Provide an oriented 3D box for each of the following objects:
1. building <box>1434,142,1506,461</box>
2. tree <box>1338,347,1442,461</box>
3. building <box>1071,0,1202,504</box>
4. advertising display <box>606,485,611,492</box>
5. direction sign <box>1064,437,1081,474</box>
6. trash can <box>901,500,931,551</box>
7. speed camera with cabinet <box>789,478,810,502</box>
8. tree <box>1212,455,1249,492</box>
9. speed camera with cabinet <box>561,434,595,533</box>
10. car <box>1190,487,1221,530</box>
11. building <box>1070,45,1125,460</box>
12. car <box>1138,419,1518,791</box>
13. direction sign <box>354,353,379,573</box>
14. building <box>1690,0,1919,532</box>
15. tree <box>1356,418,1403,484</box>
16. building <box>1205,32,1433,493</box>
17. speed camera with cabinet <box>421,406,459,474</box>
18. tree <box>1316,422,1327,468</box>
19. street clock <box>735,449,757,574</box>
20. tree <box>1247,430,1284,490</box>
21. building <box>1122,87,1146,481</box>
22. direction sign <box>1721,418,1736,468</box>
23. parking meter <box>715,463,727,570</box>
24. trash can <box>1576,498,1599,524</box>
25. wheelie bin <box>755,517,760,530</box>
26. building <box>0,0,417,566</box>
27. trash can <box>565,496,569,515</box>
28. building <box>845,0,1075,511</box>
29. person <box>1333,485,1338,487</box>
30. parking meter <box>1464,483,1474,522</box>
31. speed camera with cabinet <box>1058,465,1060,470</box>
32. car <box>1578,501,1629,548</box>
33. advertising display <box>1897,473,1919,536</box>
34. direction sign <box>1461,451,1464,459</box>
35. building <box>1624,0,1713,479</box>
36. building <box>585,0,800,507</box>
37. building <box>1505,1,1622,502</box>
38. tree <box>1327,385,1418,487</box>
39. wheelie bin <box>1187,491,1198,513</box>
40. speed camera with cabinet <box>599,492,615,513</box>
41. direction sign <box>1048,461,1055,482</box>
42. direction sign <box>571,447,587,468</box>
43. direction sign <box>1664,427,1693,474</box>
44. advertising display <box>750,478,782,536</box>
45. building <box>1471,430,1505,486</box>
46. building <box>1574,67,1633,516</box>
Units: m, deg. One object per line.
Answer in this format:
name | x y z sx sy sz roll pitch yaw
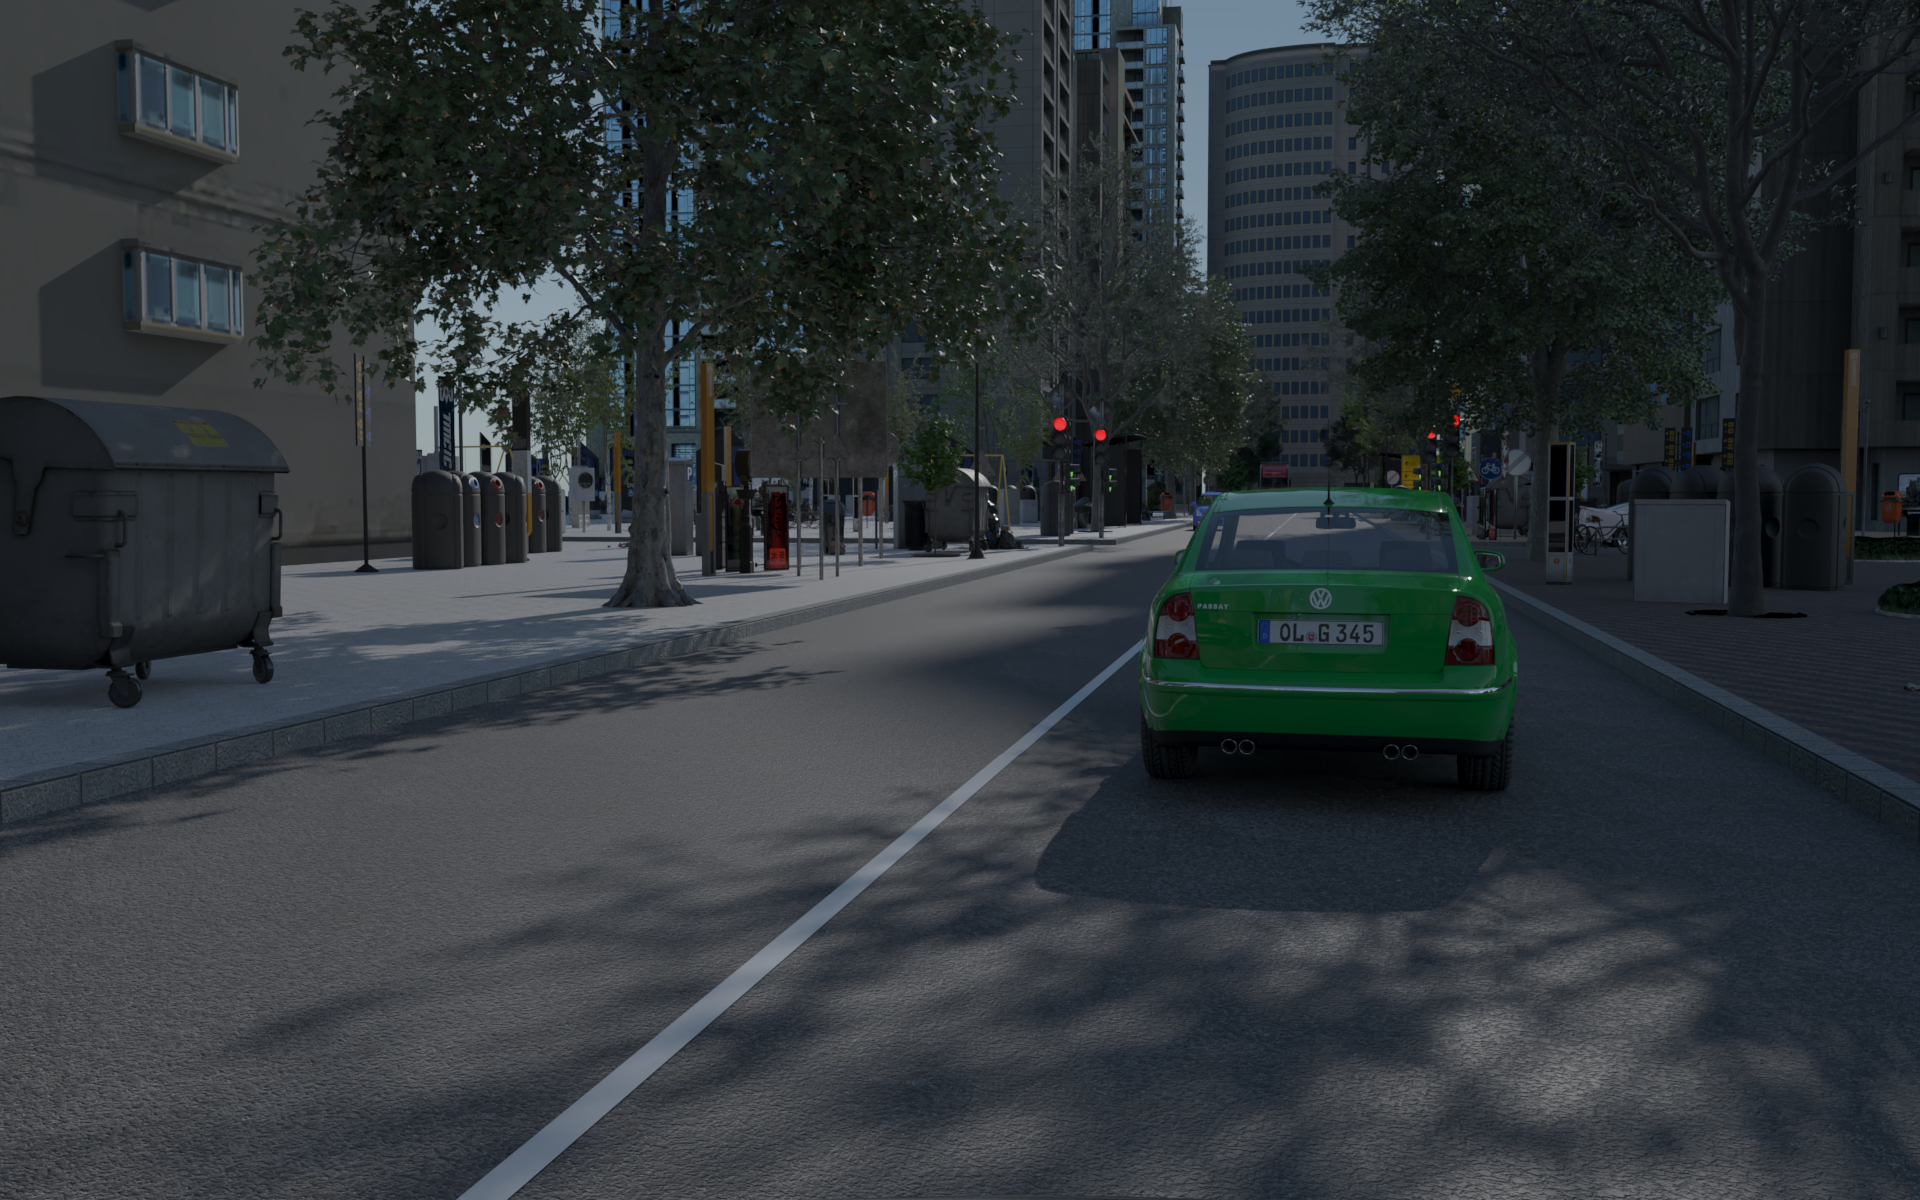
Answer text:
building | 75.392 -36.735 220.227 30.456 49.044 23.786 1 4 12
tree | 29.112 -11.659 116.380 9.928 11.665 9.643 0 3 0
building | 16.697 -56.125 230.322 31.000 86.520 22.319 1 4 12
advertising display | -24.036 -6.919 118.338 0.123 1.923 0.974 -2 4 -24
direction sign | 4.388 -4.698 68.811 0.876 3.537 0.379 1 4 18
trash can | -0.961 -1.698 39.422 0.748 1.137 0.748 0 3 0
speed camera with cabinet | -9.154 -6.111 94.248 2.038 3.252 0.660 1 4 15
tree | 21.542 -9.418 137.697 4.285 4.588 4.351 0 3 0
speed camera with cabinet | -12.995 -3.812 56.655 2.038 3.252 0.660 -3 5 -40
car | 10.210 -3.649 69.250 1.945 1.707 3.694 1 4 10
building | 6.913 -28.860 155.447 14.154 41.232 14.086 1 4 12
car | 2.126 -0.066 9.869 1.959 1.807 4.718 1 4 14
direction sign | -9.753 -2.224 28.356 0.379 3.537 0.876 0 4 -4
building | 35.217 -17.772 62.270 14.107 30.474 14.160 1 4 12
tree | 34.740 -11.785 143.039 4.360 8.622 3.978 0 3 0
building | 46.451 -41.763 224.830 28.212 58.520 21.231 1 4 12
speed camera with cabinet | -11.058 -2.736 39.065 2.038 3.252 0.660 0 4 7
tree | 37.573 -13.827 160.485 8.767 10.594 7.601 -1 4 -13
street clock | -3.453 -1.432 27.988 0.358 2.002 0.471 1 4 11
tree | 31.451 -15.482 187.540 8.767 10.594 7.601 3 4 36
building | 5.091 -32.252 181.937 28.867 44.769 22.147 1 4 12
direction sign | 23.156 -3.646 51.603 0.876 3.537 0.379 2 4 30
parking meter | -4.162 -1.447 29.365 0.399 1.863 0.255 0 4 4
trash can | 21.300 -2.886 58.837 0.748 1.137 0.748 0 3 0
wheelie bin | -6.874 -3.264 61.279 0.980 1.594 0.693 1 4 14
building | -23.552 -24.592 25.785 21.600 48.544 21.300 1 4 12
trash can | -23.813 -5.653 104.081 0.748 1.137 0.748 0 3 0
building | 0.194 -42.734 136.956 20.563 71.187 20.611 1 4 12
person | 15.817 -3.932 72.965 0.419 1.800 0.721 1 4 17
parking meter | 23.681 -4.579 80.572 0.399 1.863 0.255 0 4 -7
speed camera with cabinet | 6.289 -7.536 117.551 0.660 3.252 2.038 -1 4 -19
car | 18.240 -1.936 44.010 4.827 1.381 2.083 1 4 12
advertising display | 29.143 -2.916 52.891 0.123 1.923 0.974 -3 5 -39
direction sign | 26.506 -6.137 92.334 0.379 3.537 0.876 -2 4 -31
building | 37.760 -25.995 75.125 14.600 45.320 14.200 1 4 12
building | -24.470 -53.385 185.519 31.000 86.520 22.319 1 4 12
building | 54.303 -36.345 136.245 21.231 58.520 28.212 1 4 12
tree | 31.850 -11.984 130.359 7.601 10.594 8.767 1 4 14
wheelie bin | 16.078 -6.846 119.841 0.693 1.594 0.980 0 4 -5
speed camera with cabinet | -23.898 -7.357 114.624 2.038 3.252 0.660 1 4 17
direction sign | 6.392 -7.866 120.602 0.379 3.537 0.876 2 4 34
direction sign | -18.326 -5.586 83.330 0.876 3.537 0.379 2 4 24
direction sign | 24.408 -4.094 58.933 0.876 3.537 0.379 2 4 31
advertising display | -5.981 -2.951 53.465 0.974 1.923 0.123 -1 4 -17
building | 62.000 -52.068 163.977 22.319 86.520 31.000 1 4 12
building | 52.230 -24.956 99.911 32.217 40.220 23.993 1 4 12
